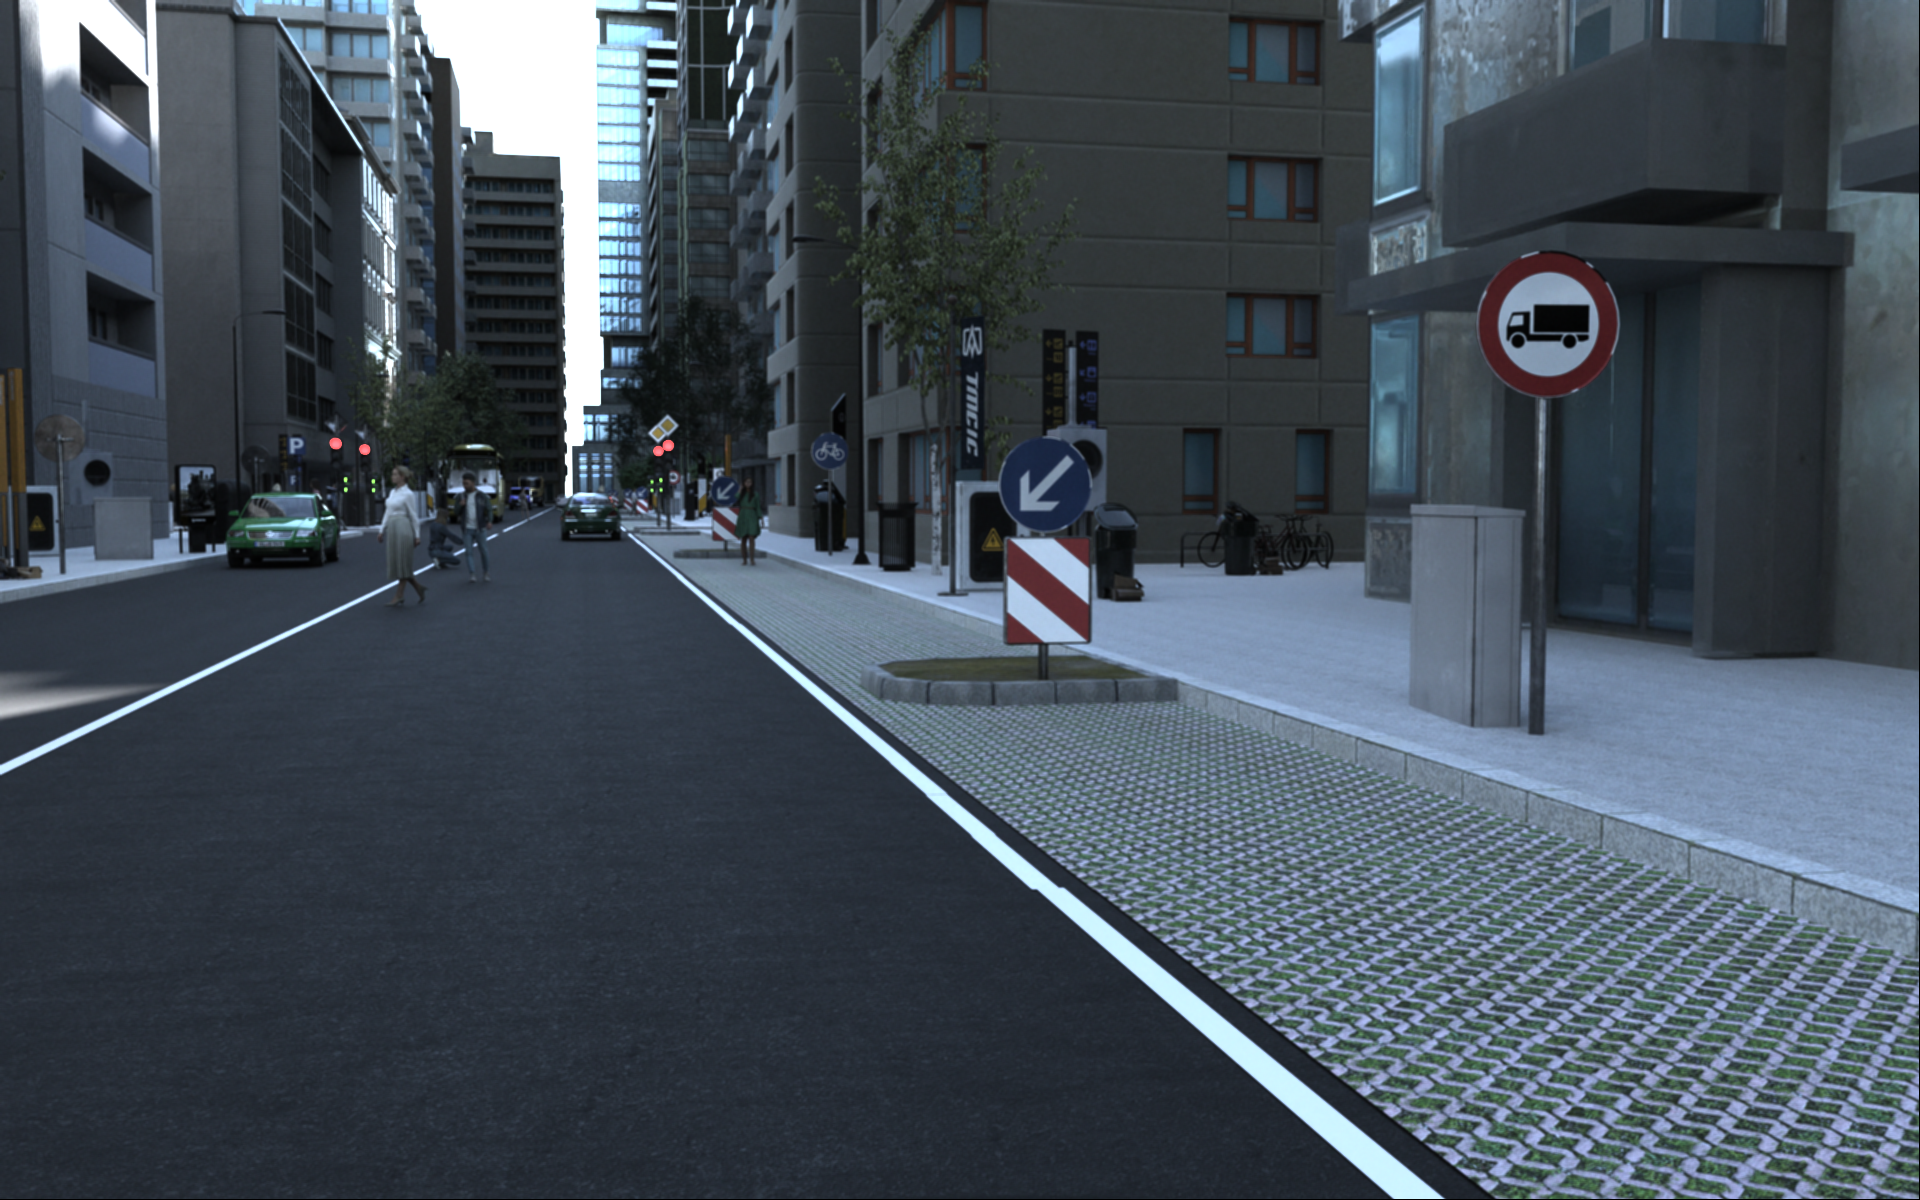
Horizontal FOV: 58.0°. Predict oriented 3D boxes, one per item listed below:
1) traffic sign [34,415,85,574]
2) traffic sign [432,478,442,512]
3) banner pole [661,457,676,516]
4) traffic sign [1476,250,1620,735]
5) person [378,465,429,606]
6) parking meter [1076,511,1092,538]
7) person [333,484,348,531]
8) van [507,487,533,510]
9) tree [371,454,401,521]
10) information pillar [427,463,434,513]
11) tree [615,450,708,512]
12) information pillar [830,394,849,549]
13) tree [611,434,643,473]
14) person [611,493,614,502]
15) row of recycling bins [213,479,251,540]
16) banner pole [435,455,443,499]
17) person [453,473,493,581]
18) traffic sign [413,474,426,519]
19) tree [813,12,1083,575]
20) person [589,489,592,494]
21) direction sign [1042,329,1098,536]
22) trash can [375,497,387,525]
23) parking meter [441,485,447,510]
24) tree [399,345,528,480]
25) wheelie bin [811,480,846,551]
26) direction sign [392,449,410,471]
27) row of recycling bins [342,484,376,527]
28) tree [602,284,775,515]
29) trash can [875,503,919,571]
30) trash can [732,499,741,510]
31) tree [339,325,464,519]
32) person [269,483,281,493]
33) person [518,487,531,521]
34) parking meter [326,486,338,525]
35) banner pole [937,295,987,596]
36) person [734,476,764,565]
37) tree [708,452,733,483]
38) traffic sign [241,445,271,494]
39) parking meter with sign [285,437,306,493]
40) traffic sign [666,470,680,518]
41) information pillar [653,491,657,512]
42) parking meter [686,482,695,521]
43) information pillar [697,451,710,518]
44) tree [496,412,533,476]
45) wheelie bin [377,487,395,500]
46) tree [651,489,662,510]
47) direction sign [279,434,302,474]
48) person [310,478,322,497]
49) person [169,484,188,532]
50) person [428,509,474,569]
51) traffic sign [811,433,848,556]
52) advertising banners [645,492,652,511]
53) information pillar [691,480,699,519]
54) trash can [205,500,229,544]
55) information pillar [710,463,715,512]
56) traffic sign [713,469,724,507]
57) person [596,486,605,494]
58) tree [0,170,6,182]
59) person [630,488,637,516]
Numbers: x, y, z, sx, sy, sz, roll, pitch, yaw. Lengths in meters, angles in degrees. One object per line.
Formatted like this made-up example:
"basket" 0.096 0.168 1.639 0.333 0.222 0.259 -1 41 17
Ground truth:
"traffic sign" -14.420 -1.691 27.762 0.768 2.556 0.104 0 4 -8
"traffic sign" -32.456 -6.444 107.485 0.606 2.300 0.079 0 4 -4
"banner pole" -17.059 -6.828 101.658 0.863 3.779 0.401 0 4 7
"traffic sign" 3.080 -0.555 9.177 0.768 2.556 0.104 0 4 -4
"person" -7.158 -0.832 22.334 0.641 1.798 0.478 -3 5 -43
"parking meter" 2.110 -1.453 29.465 0.255 1.863 0.399 0 4 4
"person" -23.150 -3.404 64.252 0.767 1.812 0.694 0 4 3
"van" -39.771 -9.320 156.773 2.240 2.365 5.245 -1 4 -12
"tree" -27.287 -5.375 82.486 1.663 3.219 1.824 0 3 0
"information pillar" -36.437 -7.823 119.267 0.504 3.616 0.183 -2 4 -27
"tree" -20.266 -8.136 116.734 4.285 4.588 4.351 0 3 0
"information pillar" -2.827 -2.997 40.348 0.183 3.616 0.504 3 4 36
"tree" -40.081 -15.807 208.800 4.360 8.622 3.978 0 3 0
"person" -27.148 -7.594 135.257 0.503 1.515 0.523 2 4 32
"row of recycling bins" -20.552 -2.533 48.522 1.069 1.692 3.534 -2 4 -29
"banner pole" -33.166 -7.357 110.302 0.401 3.779 0.863 1 4 23
"person" -8.004 -1.202 28.494 0.623 1.781 0.721 -1 4 -19
"traffic sign" -28.073 -5.374 89.996 0.606 2.300 0.079 -1 4 -12
"tree" -0.320 -4.684 26.943 4.737 8.622 4.395 0 3 0
"person" -29.682 -8.016 139.576 0.388 1.821 0.555 0 4 -4
"direction sign" 1.532 -1.960 24.045 0.876 3.537 0.379 -2 4 -27
"trash can" -24.460 -3.740 72.799 0.748 1.137 0.748 0 3 0
"parking meter" -32.359 -6.294 108.621 0.255 1.863 0.399 1 4 14
"tree" -38.273 -13.247 133.598 9.611 12.733 9.660 0 3 0
"wheelie bin" -2.962 -1.896 38.916 0.693 1.594 0.980 -1 4 -19
"direction sign" -28.028 -5.801 86.851 0.876 3.537 0.379 0 4 1
"row of recycling bins" -24.006 -3.805 69.318 1.069 1.692 3.534 -1 4 -11
"tree" -11.183 -8.761 77.649 7.601 10.594 8.767 0 4 1
"trash can" -1.052 -1.055 28.906 0.748 1.137 0.748 0 3 0
"trash can" -10.064 -4.107 78.797 0.748 1.137 0.748 0 3 0
"tree" -25.201 -7.690 76.095 4.737 8.622 4.395 0 3 0
"person" -23.784 -3.152 60.226 0.537 1.800 0.526 -1 4 -15
"person" -23.022 -5.061 91.582 0.599 1.781 0.374 1 4 21
"parking meter" -20.925 -3.016 57.717 0.372 1.533 0.369 0 3 0
"banner pole" 0.054 -1.936 21.667 0.401 3.779 0.863 -3 5 -39
"person" -4.231 -1.585 34.666 0.600 1.795 0.529 -1 4 -15
"tree" -18.455 -8.816 127.856 4.285 4.588 4.351 0 3 0
"traffic sign" -18.410 -2.765 45.314 0.768 2.556 0.104 0 4 -4
"parking meter with sign" -20.637 -3.513 53.699 0.543 3.016 1.738 -2 4 -26
"traffic sign" -15.116 -5.581 91.359 0.768 2.556 0.104 0 4 -3
"information pillar" -21.355 -7.960 121.498 0.183 3.616 0.504 3 4 37
"parking meter" -12.965 -4.743 83.264 0.399 1.863 0.255 -2 4 -23
"information pillar" -13.977 -6.262 93.745 0.504 3.616 0.183 1 4 18
"tree" -56.914 -17.712 215.353 9.928 11.665 9.643 0 3 0
"wheelie bin" -26.323 -4.395 79.765 0.980 1.594 0.693 -1 4 -14
"tree" -24.108 -8.805 138.560 1.663 3.219 1.824 0 3 0
"direction sign" -25.393 -4.511 65.757 0.876 3.537 0.379 0 4 3
"person" -16.204 -2.136 43.428 0.388 1.821 0.555 -2 4 -33
"person" -28.242 -3.333 63.217 1.509 1.804 0.699 0 4 -7
"person" -10.000 -1.199 33.598 0.738 1.151 1.012 -3 5 -41
"traffic sign" -2.701 -2.197 36.029 0.768 2.556 0.104 0 4 -5
"advertising banners" -24.112 -8.481 134.849 0.090 3.025 2.074 -2 4 -34
"information pillar" -13.400 -5.083 87.606 0.304 2.012 0.304 -2 4 -25
"trash can" -19.211 -2.018 44.645 0.748 1.137 0.748 0 3 0
"information pillar" -17.974 -8.191 125.274 0.504 3.616 0.183 -3 4 -36
"traffic sign" -9.457 -4.061 68.527 0.606 2.300 0.079 0 4 -8
"person" -15.659 -4.091 75.573 0.537 1.800 0.526 1 4 13
"tree" -13.153 -4.266 20.118 4.360 8.622 3.978 0 3 0
"person" -20.858 -6.240 110.747 0.641 1.798 0.478 3 4 36
